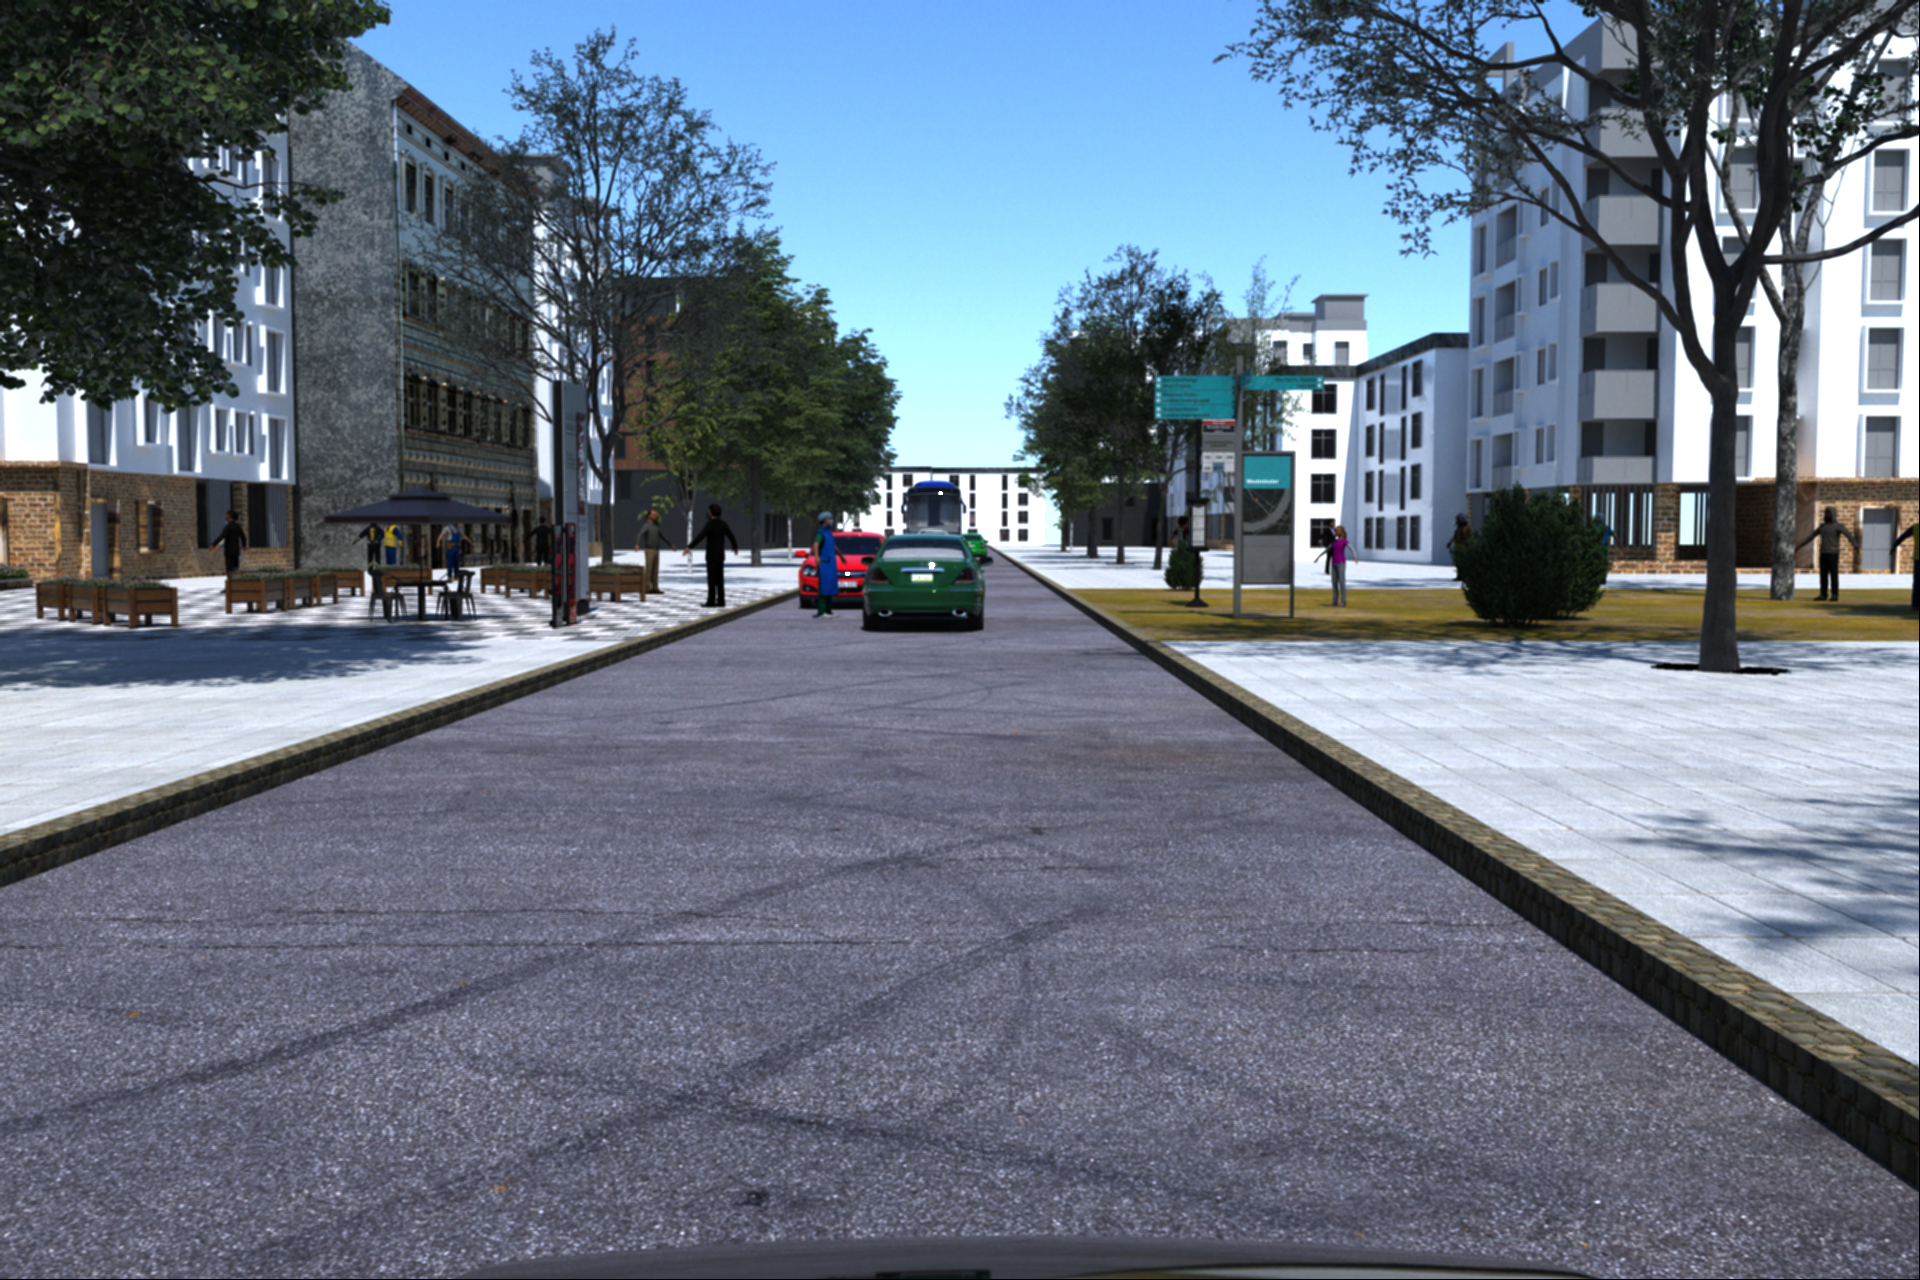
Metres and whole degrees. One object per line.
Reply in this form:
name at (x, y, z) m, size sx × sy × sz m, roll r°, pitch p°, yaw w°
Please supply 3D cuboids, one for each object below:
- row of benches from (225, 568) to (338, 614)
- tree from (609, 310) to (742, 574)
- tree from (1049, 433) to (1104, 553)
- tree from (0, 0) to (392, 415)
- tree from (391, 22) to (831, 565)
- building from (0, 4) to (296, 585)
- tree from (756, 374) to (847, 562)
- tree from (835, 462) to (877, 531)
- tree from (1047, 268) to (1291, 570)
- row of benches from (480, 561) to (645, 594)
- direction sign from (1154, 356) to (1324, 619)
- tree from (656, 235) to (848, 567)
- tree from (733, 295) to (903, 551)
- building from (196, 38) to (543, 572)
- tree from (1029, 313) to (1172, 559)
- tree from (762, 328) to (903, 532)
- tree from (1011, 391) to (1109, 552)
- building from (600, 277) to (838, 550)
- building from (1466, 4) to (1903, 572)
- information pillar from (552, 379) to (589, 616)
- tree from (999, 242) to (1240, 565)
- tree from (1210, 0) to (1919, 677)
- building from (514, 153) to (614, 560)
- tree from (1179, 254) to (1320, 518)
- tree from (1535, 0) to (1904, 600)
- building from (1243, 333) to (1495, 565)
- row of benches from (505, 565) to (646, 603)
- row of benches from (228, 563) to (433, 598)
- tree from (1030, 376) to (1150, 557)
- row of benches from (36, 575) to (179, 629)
row of benches at (-11.595, -0.870, 29.684) m, size 1.422 × 0.672 × 4.104 m, roll 0°, pitch 4°, yaw -3°
tree at (-8.819, -6.431, 55.513) m, size 4.737 × 8.622 × 4.395 m, roll 0°, pitch 3°, yaw 0°
tree at (7.656, -10.214, 117.364) m, size 4.737 × 8.622 × 4.395 m, roll 0°, pitch 3°, yaw 0°
tree at (-8.967, -6.530, 13.426) m, size 9.857 × 13.997 × 8.962 m, roll 0°, pitch 3°, yaw 0°
tree at (-8.838, -8.092, 42.666) m, size 12.009 × 13.543 × 11.850 m, roll 0°, pitch 3°, yaw 0°
building at (-27.441, -11.528, 44.910) m, size 16.016 × 20.090 × 11.380 m, roll 0°, pitch 4°, yaw 1°
tree at (-8.072, -7.929, 80.008) m, size 4.360 × 8.622 × 3.978 m, roll 0°, pitch 3°, yaw 0°
tree at (-8.519, -10.606, 123.762) m, size 4.360 × 8.622 × 3.978 m, roll 0°, pitch 3°, yaw 0°
tree at (7.183, -7.773, 61.503) m, size 8.767 × 10.594 × 7.601 m, roll -1°, pitch 4°, yaw -21°
row of benches at (-8.867, -1.414, 38.577) m, size 1.422 × 0.672 × 4.104 m, roll 3°, pitch 5°, yaw 42°
direction sign at (4.177, -2.247, 25.502) m, size 2.525 × 3.948 × 1.411 m, roll 0°, pitch 4°, yaw 1°
tree at (-7.911, -9.041, 65.948) m, size 7.486 × 12.596 × 7.792 m, roll 0°, pitch 3°, yaw 0°
tree at (-7.691, -11.333, 91.951) m, size 9.857 × 13.997 × 8.962 m, roll 0°, pitch 3°, yaw 0°
building at (-28.111, -14.466, 67.443) m, size 19.493 × 23.208 × 18.063 m, roll 0°, pitch 4°, yaw 1°
tree at (7.119, -10.436, 88.758) m, size 7.486 × 12.596 × 7.792 m, roll 0°, pitch 3°, yaw 0°
tree at (-8.277, -12.263, 107.150) m, size 9.857 × 13.997 × 8.962 m, roll 0°, pitch 3°, yaw 0°
tree at (7.545, -12.167, 124.684) m, size 9.928 × 11.665 × 9.643 m, roll 0°, pitch 3°, yaw 0°
building at (-26.225, -18.977, 154.253) m, size 27.936 × 21.610 × 32.646 m, roll 0°, pitch 4°, yaw 1°
building at (25.581, -12.950, 68.152) m, size 16.016 × 20.090 × 11.380 m, roll 0°, pitch 4°, yaw 0°
information pillar at (-6.098, -2.192, 27.158) m, size 0.184 × 3.620 × 1.656 m, roll 0°, pitch 4°, yaw 0°
tree at (6.869, -9.903, 72.289) m, size 12.009 × 13.543 × 11.850 m, roll 0°, pitch 3°, yaw 0°
tree at (6.986, -6.442, 15.692) m, size 12.009 × 13.543 × 11.850 m, roll 0°, pitch 3°, yaw 0°
building at (-25.128, -14.136, 87.541) m, size 16.016 × 20.090 × 11.380 m, roll 0°, pitch 4°, yaw 0°
tree at (7.337, -5.859, 46.165) m, size 4.360 × 8.622 × 3.978 m, roll 0°, pitch 3°, yaw 0°
tree at (14.749, -10.888, 33.906) m, size 12.611 × 20.169 × 13.585 m, roll 0°, pitch 3°, yaw 0°
building at (20.485, -8.822, 86.379) m, size 9.099 × 9.664 × 28.070 m, roll 0°, pitch 3°, yaw 0°
row of benches at (-7.607, -1.122, 33.814) m, size 4.104 × 0.672 × 1.422 m, roll 3°, pitch 5°, yaw 44°
row of benches at (-12.752, -1.224, 35.483) m, size 4.104 × 0.672 × 1.422 m, roll -3°, pitch 4°, yaw -38°
tree at (7.540, -10.554, 98.313) m, size 9.928 × 11.665 × 9.643 m, roll 0°, pitch 3°, yaw 0°
row of benches at (-12.332, -0.583, 24.996) m, size 1.422 × 0.672 × 4.104 m, roll -3°, pitch 5°, yaw -44°
